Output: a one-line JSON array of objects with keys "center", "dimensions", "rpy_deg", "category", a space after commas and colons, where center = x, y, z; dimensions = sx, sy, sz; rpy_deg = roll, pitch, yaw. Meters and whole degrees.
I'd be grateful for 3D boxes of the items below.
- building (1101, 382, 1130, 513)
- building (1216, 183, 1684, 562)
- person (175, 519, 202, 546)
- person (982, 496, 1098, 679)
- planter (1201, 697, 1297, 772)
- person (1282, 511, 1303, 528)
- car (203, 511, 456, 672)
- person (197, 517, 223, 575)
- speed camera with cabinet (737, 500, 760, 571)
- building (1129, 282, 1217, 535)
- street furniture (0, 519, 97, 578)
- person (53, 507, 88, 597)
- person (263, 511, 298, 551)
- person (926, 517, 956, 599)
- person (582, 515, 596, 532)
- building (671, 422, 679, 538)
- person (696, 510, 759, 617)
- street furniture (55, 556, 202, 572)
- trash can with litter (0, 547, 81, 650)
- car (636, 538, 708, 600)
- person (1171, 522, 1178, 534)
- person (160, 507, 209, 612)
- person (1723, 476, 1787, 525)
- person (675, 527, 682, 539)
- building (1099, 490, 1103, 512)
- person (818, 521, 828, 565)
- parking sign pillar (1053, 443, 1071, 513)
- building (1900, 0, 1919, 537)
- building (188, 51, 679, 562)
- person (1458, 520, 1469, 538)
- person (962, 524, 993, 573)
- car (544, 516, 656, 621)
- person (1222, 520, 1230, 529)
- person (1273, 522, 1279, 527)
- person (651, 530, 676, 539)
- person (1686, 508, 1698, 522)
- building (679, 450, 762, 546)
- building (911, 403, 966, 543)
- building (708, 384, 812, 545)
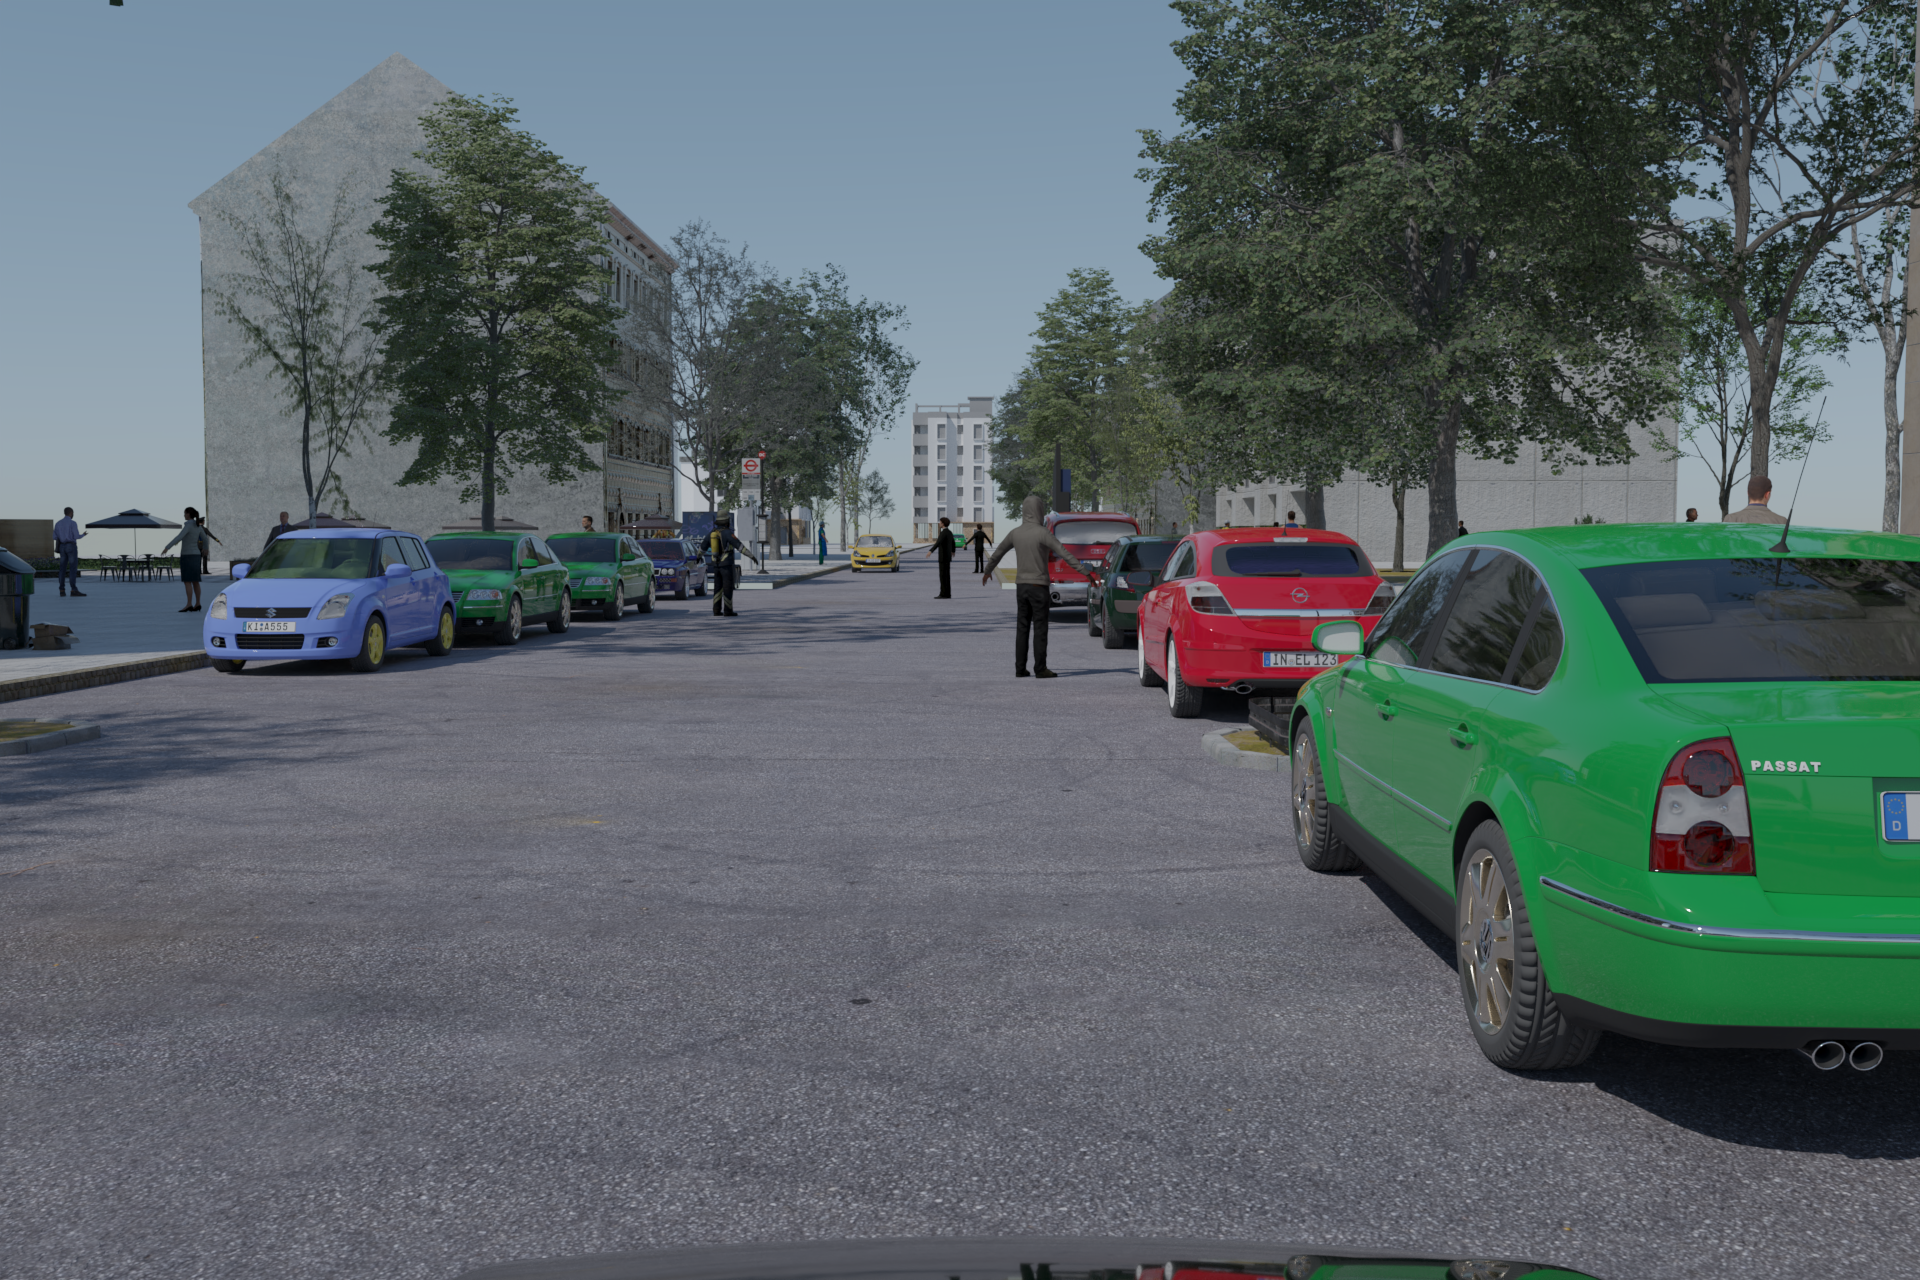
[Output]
[{"center": [25.477, -21.908, 189.131], "dimensions": [19.493, 23.208, 18.063], "rpy_deg": [0, 4, 0], "category": "building"}, {"center": [24.580, -13.951, 94.562], "dimensions": [16.747, 18.905, 31.486], "rpy_deg": [0, 4, 1], "category": "building"}, {"center": [-23.624, -2.852, 53.095], "dimensions": [0.721, 1.772, 1.216], "rpy_deg": [1, 4, 13], "category": "person"}, {"center": [0.743, -0.532, 17.288], "dimensions": [1.348, 1.813, 0.705], "rpy_deg": [2, 4, 35], "category": "person"}, {"center": [2.616, 0.605, 11.255], "dimensions": [1.991, 0.319, 1.994], "rpy_deg": [0, 4, 0], "category": "planter"}, {"center": [7.493, -2.022, 39.222], "dimensions": [1.345, 1.807, 0.704], "rpy_deg": [0, 4, 2], "category": "person"}, {"center": [-6.879, -0.582, 19.103], "dimensions": [1.945, 1.707, 3.694], "rpy_deg": [0, 4, 1], "category": "car"}, {"center": [-23.937, -2.986, 54.751], "dimensions": [1.347, 1.837, 0.705], "rpy_deg": [1, 4, 17], "category": "person"}, {"center": [-7.408, -4.056, 60.646], "dimensions": [0.660, 3.252, 2.038], "rpy_deg": [0, 3, 0], "category": "speed camera with cabinet"}, {"center": [22.342, -17.920, 123.924], "dimensions": [19.493, 23.208, 18.063], "rpy_deg": [0, 4, 0], "category": "building"}, {"center": [-30.575, -2.609, 49.519], "dimensions": [11.010, 1.723, 9.812], "rpy_deg": [2, 4, 34], "category": "street furniture"}, {"center": [-18.245, -1.818, 35.634], "dimensions": [0.709, 1.838, 0.599], "rpy_deg": [1, 4, 14], "category": "person"}, {"center": [-14.091, -1.808, 36.151], "dimensions": [0.990, 1.755, 0.434], "rpy_deg": [0, 4, 6], "category": "person"}, {"center": [-0.364, -1.814, 38.309], "dimensions": [0.705, 1.806, 1.347], "rpy_deg": [2, 4, 25], "category": "person"}, {"center": [-7.611, -1.635, 35.329], "dimensions": [0.704, 1.812, 1.346], "rpy_deg": [-3, 4, -37], "category": "person"}, {"center": [-23.340, -10.664, 116.508], "dimensions": [9.099, 9.664, 28.070], "rpy_deg": [0, 4, 1], "category": "building"}, {"center": [-4.107, -1.341, 30.166], "dimensions": [1.354, 1.856, 0.705], "rpy_deg": [2, 4, 31], "category": "person"}, {"center": [-32.229, -2.784, 61.150], "dimensions": [10.072, 0.657, 5.734], "rpy_deg": [-2, 4, -24], "category": "street furniture"}, {"center": [-10.386, -0.485, 19.312], "dimensions": [1.055, 1.170, 0.624], "rpy_deg": [0, 4, 1], "category": "trash can with litter"}, {"center": [-6.738, -1.600, 38.737], "dimensions": [1.945, 1.354, 3.894], "rpy_deg": [0, 4, 1], "category": "car"}, {"center": [9.173, -4.132, 73.823], "dimensions": [0.705, 1.796, 1.348], "rpy_deg": [1, 4, 15], "category": "person"}, {"center": [-12.741, -1.327, 28.530], "dimensions": [0.721, 1.735, 1.217], "rpy_deg": [1, 4, 9], "category": "person"}, {"center": [6.626, -0.475, 14.334], "dimensions": [0.617, 1.759, 0.750], "rpy_deg": [3, 5, 43], "category": "person"}, {"center": [-7.332, -2.499, 47.044], "dimensions": [0.705, 1.806, 1.347], "rpy_deg": [3, 4, 37], "category": "person"}, {"center": [22.501, -16.568, 213.038], "dimensions": [9.099, 9.664, 28.070], "rpy_deg": [0, 4, 1], "category": "building"}, {"center": [-5.656, -3.988, 71.337], "dimensions": [0.704, 1.817, 1.347], "rpy_deg": [-1, 4, -16], "category": "person"}, {"center": [3.047, -3.899, 52.221], "dimensions": [1.447, 3.967, 1.447], "rpy_deg": [0, 4, -1], "category": "parking sign pillar"}, {"center": [27.008, -12.939, 14.758], "dimensions": [19.351, 26.588, 34.151], "rpy_deg": [0, 4, 1], "category": "building"}, {"center": [-25.525, -15.753, 88.483], "dimensions": [19.493, 23.208, 18.063], "rpy_deg": [0, 4, 1], "category": "building"}, {"center": [18.980, -3.638, 65.706], "dimensions": [1.346, 1.802, 0.704], "rpy_deg": [-3, 4, -38], "category": "person"}, {"center": [0.685, -3.338, 63.220], "dimensions": [1.347, 1.806, 0.705], "rpy_deg": [-3, 4, -36], "category": "person"}, {"center": [-6.474, -1.299, 30.036], "dimensions": [1.959, 1.807, 4.718], "rpy_deg": [0, 4, 1], "category": "car"}, {"center": [10.265, -3.699, 66.455], "dimensions": [0.705, 1.833, 1.349], "rpy_deg": [-1, 4, -19], "category": "person"}, {"center": [11.812, -3.529, 64.416], "dimensions": [1.216, 1.740, 0.721], "rpy_deg": [3, 5, 42], "category": "person"}, {"center": [-12.919, -4.284, 75.815], "dimensions": [1.354, 1.858, 0.705], "rpy_deg": [-1, 4, -12], "category": "person"}, {"center": [14.727, -1.753, 34.846], "dimensions": [0.705, 1.807, 1.348], "rpy_deg": [2, 4, 33], "category": "person"}, {"center": [-25.776, -14.999, 187.376], "dimensions": [9.099, 9.664, 28.070], "rpy_deg": [0, 4, 1], "category": "building"}, {"center": [-6.427, -23.487, 242.889], "dimensions": [11.380, 20.090, 16.016], "rpy_deg": [1, 4, 9], "category": "building"}, {"center": [-23.820, -21.414, 206.544], "dimensions": [16.016, 20.090, 11.380], "rpy_deg": [0, 4, 0], "category": "building"}]
